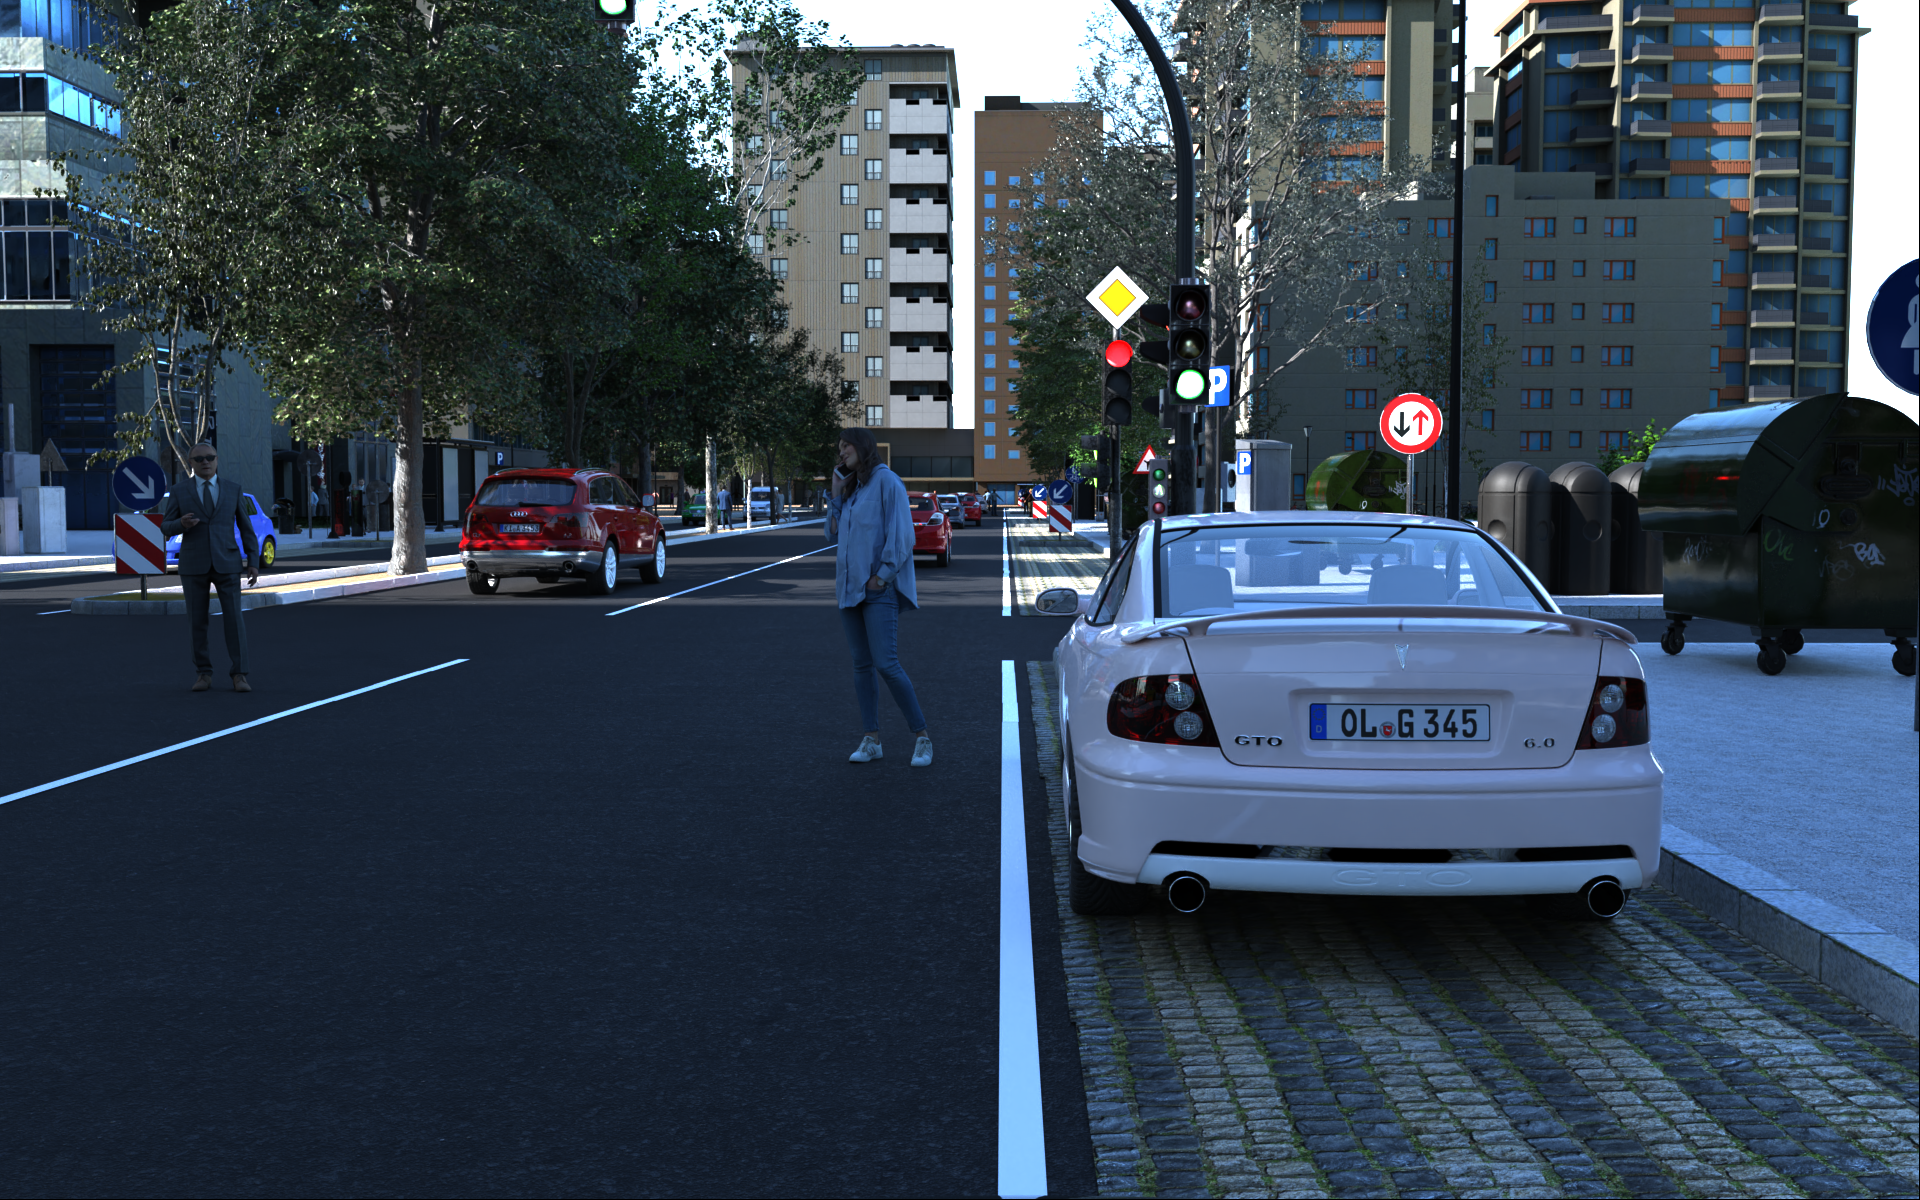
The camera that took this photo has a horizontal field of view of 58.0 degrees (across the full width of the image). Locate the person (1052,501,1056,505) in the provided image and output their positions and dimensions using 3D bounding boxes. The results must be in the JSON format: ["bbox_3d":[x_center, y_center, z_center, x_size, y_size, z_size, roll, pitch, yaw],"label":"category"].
[{"bbox_3d":[7.648,-8.186,140.554,0.551,1.740,0.621,1,4,13],"label":"person"}]

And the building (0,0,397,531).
[{"bbox_3d":[-39.184,-46.547,73.716,22.319,86.520,31.000,0,4,1],"label":"building"}]

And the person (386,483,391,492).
[{"bbox_3d":[-25.449,-4.341,77.290,0.850,1.792,0.678,0,4,-3],"label":"person"}]

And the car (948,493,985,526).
[{"bbox_3d":[0.057,-4.231,78.216,2.155,1.783,4.494,0,3,0],"label":"car"}]

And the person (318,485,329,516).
[{"bbox_3d":[-27.263,-4.163,74.295,0.537,1.800,0.526,2,4,33],"label":"person"}]

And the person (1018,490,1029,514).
[{"bbox_3d":[4.600,-6.838,120.824,1.217,1.766,0.721,-1,4,-14],"label":"person"}]

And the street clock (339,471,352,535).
[{"bbox_3d":[-19.283,-3.045,54.361,0.358,2.002,0.471,-3,5,-41],"label":"street clock"}]

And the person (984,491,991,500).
[{"bbox_3d":[2.529,-9.297,161.328,0.721,1.723,1.217,-3,5,-39],"label":"person"}]

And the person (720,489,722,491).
[{"bbox_3d":[-19.100,-8.116,139.459,0.721,1.735,1.217,2,4,26],"label":"person"}]

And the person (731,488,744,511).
[{"bbox_3d":[-17.256,-7.749,133.559,1.217,1.723,0.721,-1,4,-18],"label":"person"}]

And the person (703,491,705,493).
[{"bbox_3d":[-19.144,-7.464,127.949,0.599,1.838,0.709,0,4,5],"label":"person"}]

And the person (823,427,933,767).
[{"bbox_3d":[-0.432,-0.031,9.279,0.793,1.790,0.793,1,4,18],"label":"person"}]

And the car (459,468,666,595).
[{"bbox_3d":[-5.888,-1.073,26.219,2.281,1.827,5.304,0,4,3],"label":"car"}]

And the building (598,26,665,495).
[{"bbox_3d":[-42.377,-30.368,151.146,28.867,44.769,22.147,0,4,1],"label":"building"}]

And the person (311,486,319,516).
[{"bbox_3d":[-26.374,-3.832,70.513,0.589,1.601,0.330,3,5,42],"label":"person"}]

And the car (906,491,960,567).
[{"bbox_3d":[-1.094,-1.618,35.489,2.155,1.783,4.494,0,4,1],"label":"car"}]

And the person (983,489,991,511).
[{"bbox_3d":[2.392,-8.423,146.207,1.348,1.826,0.705,1,4,22],"label":"person"}]

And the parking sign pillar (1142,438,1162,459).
[{"bbox_3d":[8.010,-5.196,73.422,1.447,3.967,1.447,-2,4,-29],"label":"parking sign pillar"}]

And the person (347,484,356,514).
[{"bbox_3d":[-27.209,-4.312,77.217,0.598,1.740,0.731,1,4,12],"label":"person"}]

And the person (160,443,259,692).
[{"bbox_3d":[-5.424,-0.237,12.553,0.661,1.801,0.590,-2,4,-27],"label":"person"}]

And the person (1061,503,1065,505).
[{"bbox_3d":[6.294,-6.101,107.261,0.593,1.643,0.415,1,4,18],"label":"person"}]

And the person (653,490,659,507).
[{"bbox_3d":[-30.763,-10.264,174.566,1.217,1.736,0.721,2,4,33],"label":"person"}]

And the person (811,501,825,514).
[{"bbox_3d":[-10.021,-6.762,122.323,1.065,1.426,0.557,0,4,-3],"label":"person"}]

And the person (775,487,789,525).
[{"bbox_3d":[-8.077,-4.214,78.151,0.760,1.731,0.466,0,4,5],"label":"person"}]

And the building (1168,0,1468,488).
[{"bbox_3d":[29.276,-30.021,145.463,22.147,44.769,28.867,0,4,1],"label":"building"}]

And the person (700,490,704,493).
[{"bbox_3d":[-18.549,-7.194,124.606,0.436,1.711,0.756,0,4,-1],"label":"person"}]

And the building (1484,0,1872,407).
[{"bbox_3d":[61.269,-30.232,148.913,28.867,44.769,22.147,0,4,1],"label":"building"}]

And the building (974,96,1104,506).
[{"bbox_3d":[8.829,-33.515,198.076,14.200,45.320,14.600,0,4,1],"label":"building"}]

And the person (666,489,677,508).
[{"bbox_3d":[-26.721,-9.427,160.863,1.217,1.739,0.721,-2,4,-31],"label":"person"}]

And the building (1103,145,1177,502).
[{"bbox_3d":[23.375,-31.410,197.151,14.086,41.232,14.154,0,4,1],"label":"building"}]

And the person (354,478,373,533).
[{"bbox_3d":[-19.700,-3.121,57.195,0.709,1.813,0.853,-1,4,-13],"label":"person"}]

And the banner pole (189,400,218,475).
[{"bbox_3d":[-20.105,-3.422,45.969,0.863,3.779,0.401,0,4,-1],"label":"banner pole"}]

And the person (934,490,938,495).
[{"bbox_3d":[-2.119,-8.645,150.373,0.617,1.759,0.750,-1,4,-9],"label":"person"}]

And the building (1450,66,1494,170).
[{"bbox_3d":[65.954,-35.260,200.205,21.600,48.544,21.300,0,4,1],"label":"building"}]

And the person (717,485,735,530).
[{"bbox_3d":[-9.219,-3.637,68.152,0.721,1.800,0.419,0,4,1],"label":"person"}]

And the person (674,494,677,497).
[{"bbox_3d":[-27.156,-9.909,168.188,1.348,1.807,0.705,0,4,5],"label":"person"}]

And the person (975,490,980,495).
[{"bbox_3d":[1.679,-9.094,157.637,0.683,1.767,0.568,-1,4,-14],"label":"person"}]

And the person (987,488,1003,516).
[{"bbox_3d":[2.276,-6.468,114.337,1.350,1.814,0.705,-2,4,-35],"label":"person"}]

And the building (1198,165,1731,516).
[{"bbox_3d":[31.578,-16.600,116.441,27.650,21.520,28.899,0,4,1],"label":"building"}]

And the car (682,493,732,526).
[{"bbox_3d":[-11.673,-4.348,79.891,1.959,1.807,4.718,0,4,1],"label":"car"}]

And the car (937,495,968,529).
[{"bbox_3d":[-0.686,-3.673,72.056,2.014,1.417,4.499,0,4,1],"label":"car"}]

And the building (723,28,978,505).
[{"bbox_3d":[-11.845,-37.657,204.935,27.495,52.752,28.713,0,4,1],"label":"building"}]

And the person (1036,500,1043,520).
[{"bbox_3d":[4.279,-5.195,93.619,0.419,1.800,0.721,-1,4,-11],"label":"person"}]

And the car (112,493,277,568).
[{"bbox_3d":[-14.255,-1.389,32.297,1.945,1.707,3.694,0,4,2],"label":"car"}]

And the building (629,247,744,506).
[{"bbox_3d":[-32.813,-26.152,199.294,14.107,30.474,14.160,0,4,1],"label":"building"}]

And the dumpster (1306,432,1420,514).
[{"bbox_3d":[6.543,-1.572,28.201,1.502,2.255,1.985,0,4,2],"label":"dumpster"}]

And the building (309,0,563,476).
[{"bbox_3d":[-38.261,-29.605,107.748,21.300,48.544,21.600,0,4,1],"label":"building"}]

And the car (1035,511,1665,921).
[{"bbox_3d":[1.352,0.315,7.219,2.083,1.381,4.827,0,4,3],"label":"car"}]

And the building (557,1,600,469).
[{"bbox_3d":[-34.587,-27.040,125.694,14.154,41.232,14.086,0,4,1],"label":"building"}]

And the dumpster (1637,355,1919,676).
[{"bbox_3d":[6.170,-0.640,12.963,1.502,2.255,1.985,0,4,1],"label":"dumpster"}]

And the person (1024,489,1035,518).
[{"bbox_3d":[4.217,-5.868,104.962,0.721,1.766,1.217,2,4,30],"label":"person"}]

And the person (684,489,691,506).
[{"bbox_3d":[-24.161,-8.990,153.582,0.434,1.755,0.990,2,4,28],"label":"person"}]
